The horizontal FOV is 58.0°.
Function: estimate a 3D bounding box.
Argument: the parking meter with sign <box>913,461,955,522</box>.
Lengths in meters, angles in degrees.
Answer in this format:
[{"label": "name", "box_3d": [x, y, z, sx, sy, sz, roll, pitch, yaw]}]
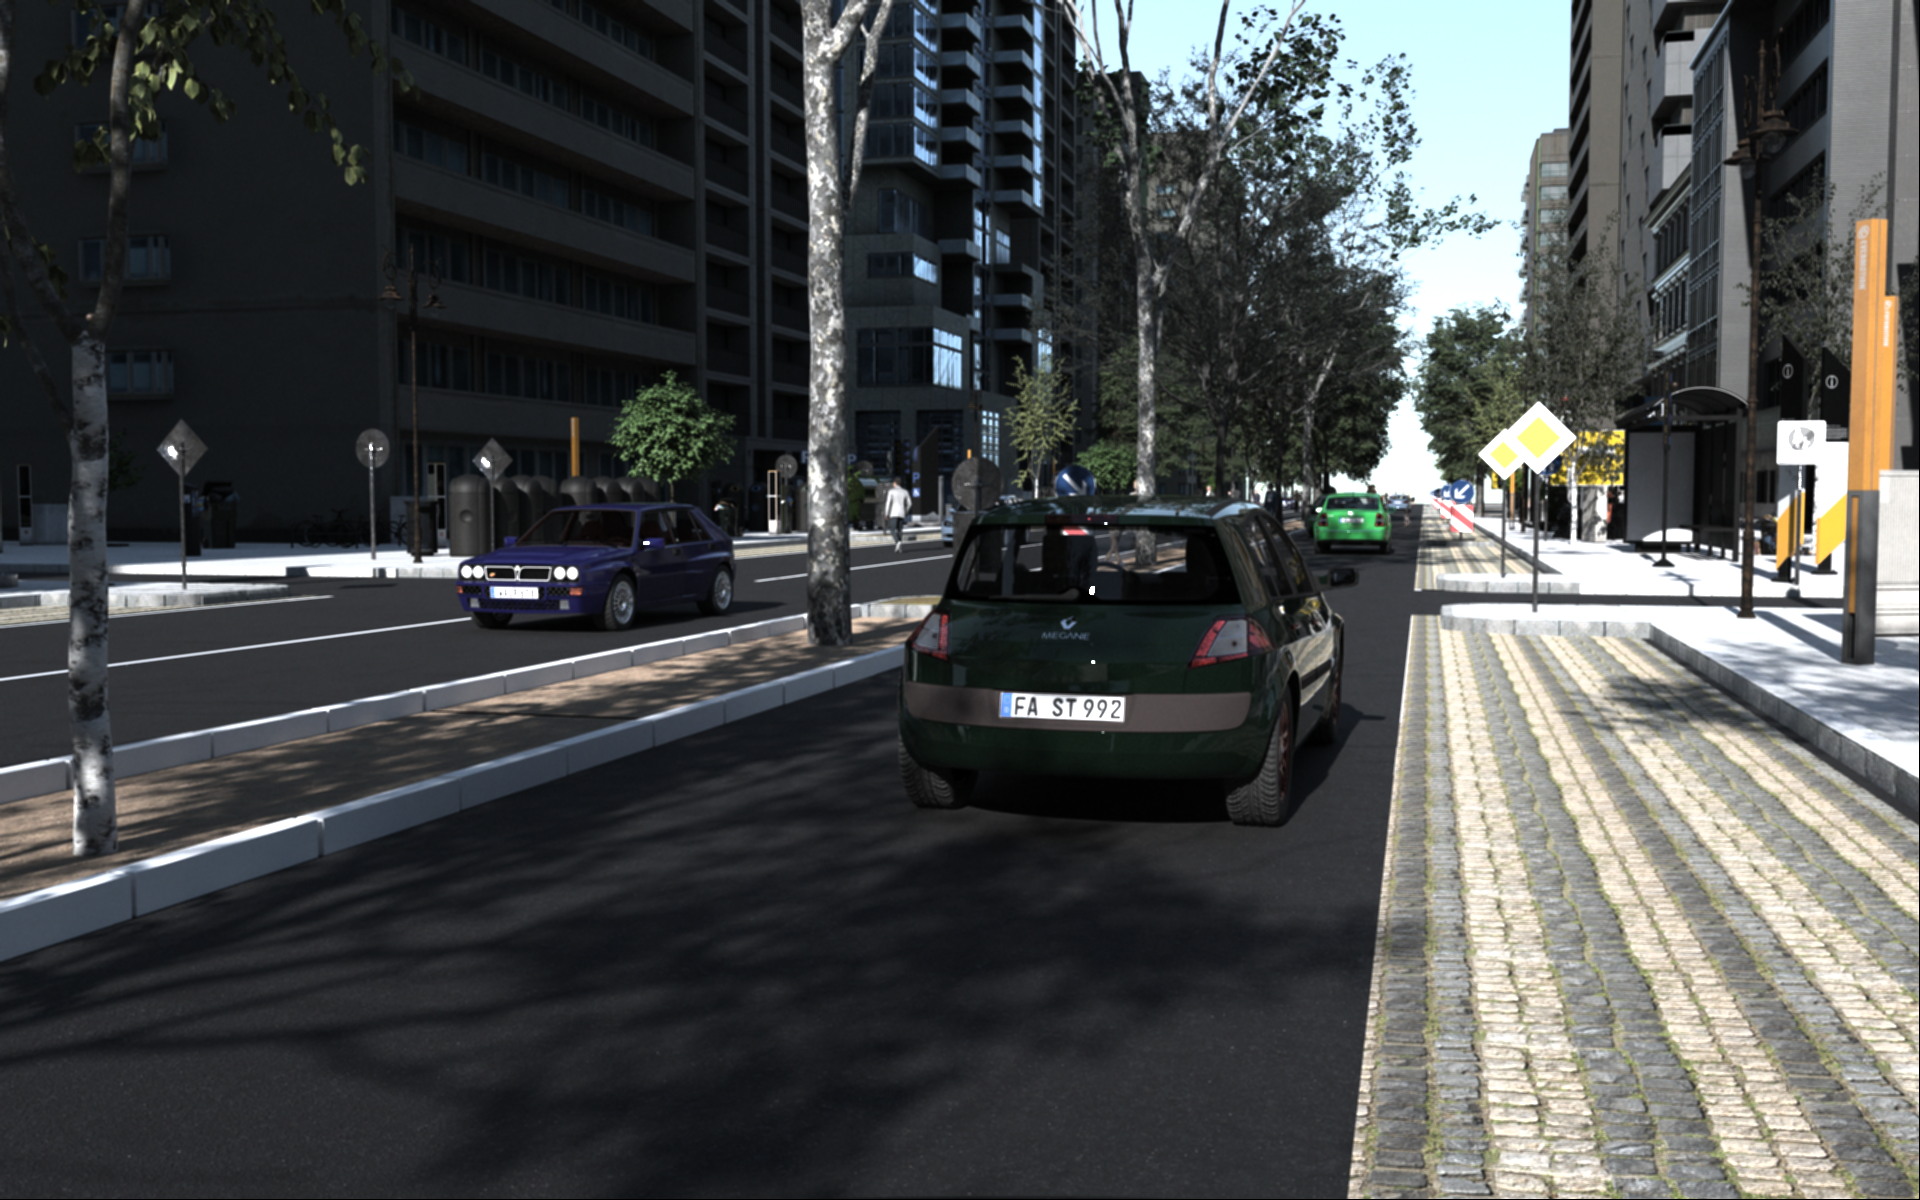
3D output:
[{"label": "parking meter with sign", "box_3d": [-1.059, -4.669, 72.595, 1.738, 3.016, 0.543, 1, 4, 14]}]

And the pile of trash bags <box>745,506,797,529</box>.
[{"label": "pile of trash bags", "box_3d": [-6.849, -3.333, 64.246, 1.912, 1.369, 3.447, 3, 4, 38]}]

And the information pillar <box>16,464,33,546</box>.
[{"label": "information pillar", "box_3d": [-23.304, -2.365, 43.164, 0.304, 2.012, 0.304, -2, 4, -31]}]

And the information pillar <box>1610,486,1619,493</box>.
[{"label": "information pillar", "box_3d": [31.658, -4.854, 83.849, 0.304, 2.012, 0.304, -1, 4, -13]}]

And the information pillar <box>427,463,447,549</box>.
[{"label": "information pillar", "box_3d": [-12.350, -2.226, 40.892, 0.304, 2.012, 0.304, 2, 4, 32]}]

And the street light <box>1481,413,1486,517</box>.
[{"label": "street light", "box_3d": [29.672, -7.666, 98.132, 0.468, 5.910, 1.993, 1, 4, 15]}]

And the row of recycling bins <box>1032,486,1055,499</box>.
[{"label": "row of recycling bins", "box_3d": [4.559, -5.126, 90.918, 1.069, 1.692, 3.534, -1, 4, -13]}]

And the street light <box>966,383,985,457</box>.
[{"label": "street light", "box_3d": [0.654, -6.077, 72.139, 0.468, 5.910, 1.993, 1, 4, 15]}]

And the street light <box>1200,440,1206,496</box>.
[{"label": "street light", "box_3d": [20.413, -10.568, 145.568, 0.468, 5.910, 1.993, 1, 4, 15]}]

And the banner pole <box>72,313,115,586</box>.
[{"label": "banner pole", "box_3d": [-12.002, -2.068, 23.834, 0.401, 3.779, 0.863, 0, 4, -4]}]

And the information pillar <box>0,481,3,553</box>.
[{"label": "information pillar", "box_3d": [-20.975, -2.021, 37.538, 0.304, 2.012, 0.304, -3, 5, -39]}]

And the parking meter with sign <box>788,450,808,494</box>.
[{"label": "parking meter with sign", "box_3d": [-6.535, -4.468, 69.316, 0.543, 3.016, 1.738, -2, 4, -32]}]

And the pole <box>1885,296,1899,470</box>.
[{"label": "pole", "box_3d": [9.583, -1.475, 17.965, 0.158, 3.312, 0.155, 0, 3, 0]}]

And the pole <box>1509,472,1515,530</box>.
[{"label": "pole", "box_3d": [19.670, -4.148, 61.668, 0.158, 3.312, 0.155, 0, 3, 0]}]

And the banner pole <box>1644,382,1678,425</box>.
[{"label": "banner pole", "box_3d": [15.781, -2.993, 38.945, 0.863, 3.779, 0.401, 2, 4, 29]}]

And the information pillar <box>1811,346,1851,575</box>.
[{"label": "information pillar", "box_3d": [13.888, -2.215, 27.573, 0.504, 3.616, 0.183, -1, 4, -11]}]

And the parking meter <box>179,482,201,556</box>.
[{"label": "parking meter", "box_3d": [-15.926, -1.677, 35.832, 0.372, 1.533, 0.369, 0, 3, 0]}]

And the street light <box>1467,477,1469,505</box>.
[{"label": "street light", "box_3d": [38.670, -9.716, 131.639, 0.468, 5.910, 1.993, 1, 4, 15]}]

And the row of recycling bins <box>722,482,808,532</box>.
[{"label": "row of recycling bins", "box_3d": [-6.551, -3.223, 59.814, 3.534, 1.692, 1.069, 1, 4, 14]}]

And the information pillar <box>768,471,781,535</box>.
[{"label": "information pillar", "box_3d": [-5.836, -3.064, 54.594, 0.304, 2.012, 0.304, 2, 4, 24]}]

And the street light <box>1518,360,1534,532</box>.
[{"label": "street light", "box_3d": [18.944, -5.218, 58.100, 0.468, 5.910, 1.993, 1, 4, 15]}]

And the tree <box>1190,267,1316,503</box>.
[{"label": "tree", "box_3d": [9.223, -6.211, 54.366, 4.360, 8.622, 3.978, 0, 3, 0]}]

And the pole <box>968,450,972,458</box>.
[{"label": "pole", "box_3d": [0.438, -5.237, 79.475, 0.158, 3.312, 0.155, 0, 3, 0]}]

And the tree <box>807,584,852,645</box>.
[{"label": "tree", "box_3d": [-0.288, -9.565, 14.742, 12.611, 20.169, 13.585, 0, 3, 0]}]

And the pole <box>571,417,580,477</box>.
[{"label": "pole", "box_3d": [-10.225, -3.194, 46.066, 0.158, 3.312, 0.155, 0, 3, 0]}]

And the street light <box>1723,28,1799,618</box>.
[{"label": "street light", "box_3d": [8.166, -2.753, 17.806, 0.468, 5.910, 1.993, 1, 4, 15]}]

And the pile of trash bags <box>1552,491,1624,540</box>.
[{"label": "pile of trash bags", "box_3d": [18.116, -2.424, 49.381, 1.912, 1.369, 3.447, 1, 4, 9]}]

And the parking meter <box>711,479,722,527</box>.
[{"label": "parking meter", "box_3d": [-9.614, -3.832, 68.360, 0.255, 1.863, 0.399, 2, 4, 30]}]

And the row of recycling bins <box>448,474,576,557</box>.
[{"label": "row of recycling bins", "box_3d": [-9.637, -1.826, 36.971, 1.069, 1.692, 3.534, 1, 4, 18]}]

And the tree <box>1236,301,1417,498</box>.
[{"label": "tree", "box_3d": [20.371, -10.799, 96.021, 9.611, 12.733, 9.660, 0, 3, 0]}]

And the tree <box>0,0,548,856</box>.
[{"label": "tree", "box_3d": [-3.415, -3.305, 6.864, 4.737, 8.622, 4.395, 0, 3, 0]}]

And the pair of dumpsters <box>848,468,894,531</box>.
[{"label": "pair of dumpsters", "box_3d": [-3.481, -3.649, 62.151, 1.574, 2.255, 4.437, 1, 4, 15]}]

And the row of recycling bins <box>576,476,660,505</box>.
[{"label": "row of recycling bins", "box_3d": [-8.118, -2.047, 40.579, 1.069, 1.692, 3.534, 1, 4, 21]}]

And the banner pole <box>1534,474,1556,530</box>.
[{"label": "banner pole", "box_3d": [21.089, -4.428, 62.414, 0.863, 3.779, 0.401, -1, 4, -8]}]

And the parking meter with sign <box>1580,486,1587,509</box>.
[{"label": "parking meter with sign", "box_3d": [28.081, -5.029, 78.483, 1.738, 3.016, 0.543, -2, 4, -26]}]

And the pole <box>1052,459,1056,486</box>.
[{"label": "pole", "box_3d": [5.395, -6.466, 99.555, 0.158, 3.312, 0.155, 0, 3, 0]}]

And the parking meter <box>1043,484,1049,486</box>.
[{"label": "parking meter", "box_3d": [4.887, -5.650, 98.083, 0.399, 1.863, 0.255, 0, 4, 1]}]

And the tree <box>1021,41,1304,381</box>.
[{"label": "tree", "box_3d": [6.983, -8.161, 46.255, 12.009, 13.543, 11.850, 0, 3, 0]}]

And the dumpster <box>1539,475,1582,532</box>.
[{"label": "dumpster", "box_3d": [20.659, -3.496, 59.646, 1.502, 2.255, 1.985, 1, 4, 15]}]

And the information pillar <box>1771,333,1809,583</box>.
[{"label": "information pillar", "box_3d": [12.037, -2.062, 25.064, 0.183, 3.616, 0.504, -1, 4, -12]}]

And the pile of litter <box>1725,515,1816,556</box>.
[{"label": "pile of litter", "box_3d": [17.146, -1.384, 36.598, 1.176, 0.858, 1.719, -3, 5, -40]}]

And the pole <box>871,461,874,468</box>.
[{"label": "pole", "box_3d": [-5.424, -6.927, 107.093, 0.158, 3.312, 0.155, 0, 3, 0]}]

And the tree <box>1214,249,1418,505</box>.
[{"label": "tree", "box_3d": [17.820, -10.802, 85.721, 9.857, 13.997, 8.962, 0, 3, 0]}]

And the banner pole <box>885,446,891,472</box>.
[{"label": "banner pole", "box_3d": [-3.707, -6.062, 89.134, 0.401, 3.779, 0.863, -2, 4, -28]}]

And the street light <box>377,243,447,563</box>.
[{"label": "street light", "box_3d": [-10.120, -3.631, 32.159, 0.468, 5.910, 1.993, 1, 4, 15]}]

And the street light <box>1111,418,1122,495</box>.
[{"label": "street light", "box_3d": [9.527, -8.122, 105.578, 0.468, 5.910, 1.993, 1, 4, 15]}]

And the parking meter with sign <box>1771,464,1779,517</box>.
[{"label": "parking meter with sign", "box_3d": [21.101, -2.924, 44.061, 0.543, 3.016, 1.738, 0, 4, 7]}]

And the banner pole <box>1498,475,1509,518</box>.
[{"label": "banner pole", "box_3d": [28.804, -6.215, 91.631, 0.863, 3.779, 0.401, -1, 4, -15]}]

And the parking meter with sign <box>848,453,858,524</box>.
[{"label": "parking meter with sign", "box_3d": [-4.609, -4.813, 74.951, 0.543, 3.016, 1.738, 0, 4, 2]}]

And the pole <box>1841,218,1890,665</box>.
[{"label": "pole", "box_3d": [6.783, -1.171, 12.984, 0.158, 3.312, 0.155, 0, 3, 0]}]
